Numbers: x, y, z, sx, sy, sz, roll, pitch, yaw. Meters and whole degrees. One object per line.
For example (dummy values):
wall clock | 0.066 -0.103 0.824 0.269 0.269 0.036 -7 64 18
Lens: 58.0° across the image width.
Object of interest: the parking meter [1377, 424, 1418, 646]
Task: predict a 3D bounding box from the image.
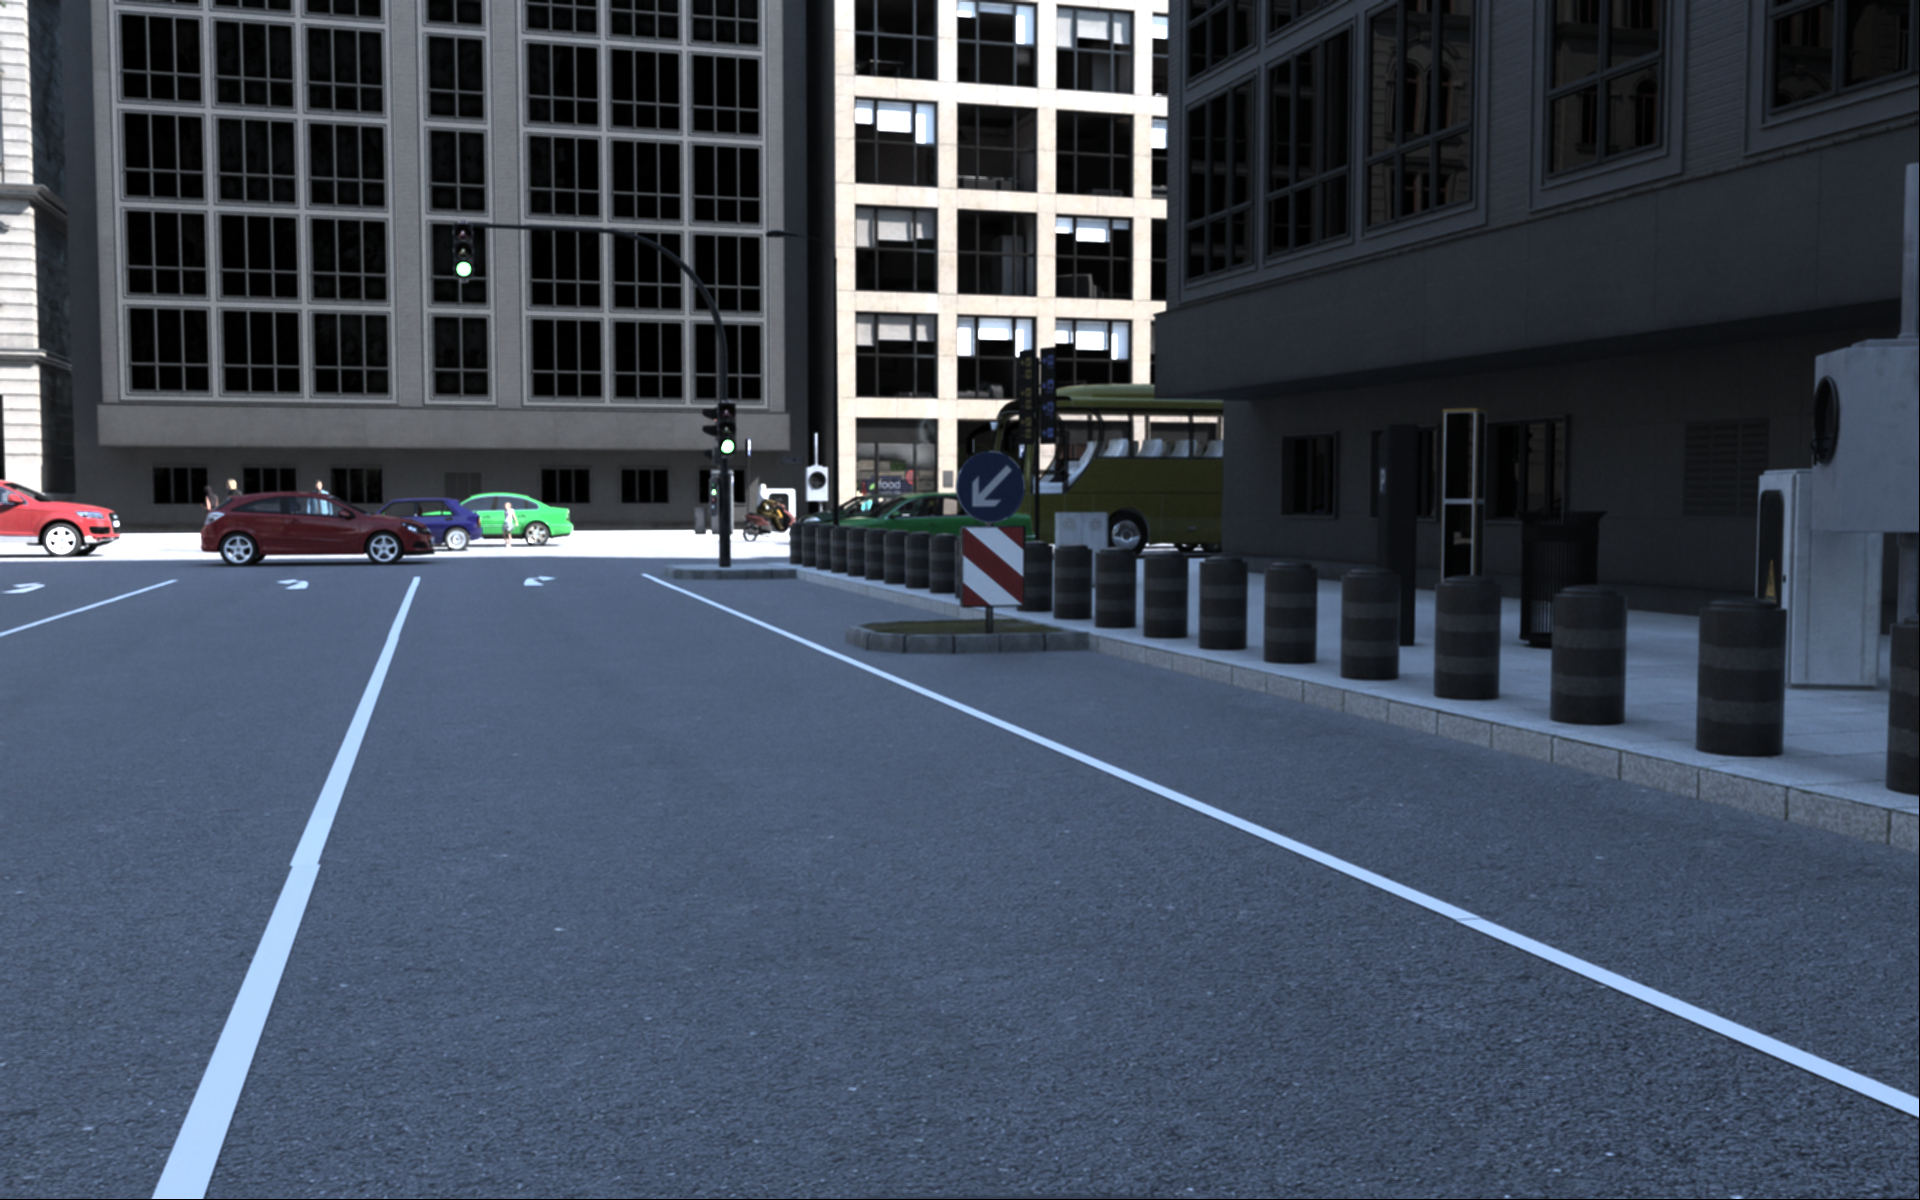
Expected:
parking meter | 3.719 -0.553 14.754 0.255 1.863 0.399 0 3 0

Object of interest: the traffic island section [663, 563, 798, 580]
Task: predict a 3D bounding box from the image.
traffic island section | -4.125 -0.502 30.492 2.009 0.180 2.903 -1 4 -16

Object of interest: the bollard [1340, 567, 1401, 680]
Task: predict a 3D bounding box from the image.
bollard | 2.866 0.160 12.097 0.404 0.777 0.398 0 3 0

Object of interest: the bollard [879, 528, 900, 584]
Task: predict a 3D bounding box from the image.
bollard | -0.888 -0.620 24.858 0.404 0.777 0.398 0 3 0

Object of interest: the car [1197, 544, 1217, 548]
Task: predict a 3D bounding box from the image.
car | 5.381 -2.094 46.240 4.499 1.417 2.014 -1 4 -17

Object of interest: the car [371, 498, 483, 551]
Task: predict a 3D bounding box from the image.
car | -14.075 -1.908 43.779 3.894 1.354 1.945 -1 4 -16

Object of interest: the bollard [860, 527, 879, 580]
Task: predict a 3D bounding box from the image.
bollard | -1.226 -0.691 26.011 0.404 0.777 0.398 0 3 0

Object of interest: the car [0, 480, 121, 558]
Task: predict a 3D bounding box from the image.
car | -22.104 -1.888 39.542 5.304 1.827 2.281 -1 4 -15

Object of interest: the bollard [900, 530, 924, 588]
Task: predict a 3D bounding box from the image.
bollard | -0.549 -0.550 23.703 0.404 0.777 0.398 0 3 0

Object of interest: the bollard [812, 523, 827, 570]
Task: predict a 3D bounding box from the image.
bollard | -2.246 -0.903 29.475 0.404 0.777 0.398 0 3 0

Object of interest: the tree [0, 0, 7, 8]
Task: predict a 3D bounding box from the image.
tree | -16.182 -5.703 21.463 9.928 11.665 9.643 0 3 0

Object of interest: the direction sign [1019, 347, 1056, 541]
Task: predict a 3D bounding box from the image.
direction sign | 1.208 -2.148 27.109 0.379 3.537 0.876 -3 4 -37

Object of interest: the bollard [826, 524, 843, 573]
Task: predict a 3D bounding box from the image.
bollard | -1.909 -0.832 28.322 0.404 0.777 0.398 0 3 0

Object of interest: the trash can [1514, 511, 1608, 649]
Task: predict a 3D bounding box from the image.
trash can | 5.018 -0.175 14.511 0.748 1.137 0.748 0 3 0

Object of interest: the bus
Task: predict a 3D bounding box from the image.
bus | 6.415 -2.964 40.015 12.252 3.916 2.896 -1 4 -17

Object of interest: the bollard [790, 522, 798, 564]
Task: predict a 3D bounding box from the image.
bollard | -2.924 -1.044 31.789 0.404 0.777 0.398 0 3 0

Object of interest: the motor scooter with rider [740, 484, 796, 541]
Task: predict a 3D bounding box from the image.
motor scooter with rider | -5.717 -2.668 52.585 1.986 1.779 0.876 -1 4 -17

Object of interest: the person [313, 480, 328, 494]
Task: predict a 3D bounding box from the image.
person | -16.498 -2.188 44.620 0.601 1.785 0.444 -1 4 -13

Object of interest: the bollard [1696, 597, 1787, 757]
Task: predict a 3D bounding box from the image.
bollard | 3.887 0.373 8.619 0.404 0.777 0.398 0 3 0

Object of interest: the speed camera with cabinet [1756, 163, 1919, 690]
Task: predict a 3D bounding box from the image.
speed camera with cabinet | 5.694 -1.031 11.187 0.660 3.252 2.038 1 4 13

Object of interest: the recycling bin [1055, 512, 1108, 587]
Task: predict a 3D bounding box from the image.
recycling bin | 1.688 -0.709 24.154 0.722 1.027 0.722 0 4 2

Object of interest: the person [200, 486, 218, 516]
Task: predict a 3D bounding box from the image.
person | -19.136 -2.091 44.161 0.415 1.643 0.593 -2 4 -32

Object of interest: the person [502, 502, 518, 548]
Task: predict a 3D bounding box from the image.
person | -11.980 -1.998 46.182 0.505 1.210 0.382 1 4 22

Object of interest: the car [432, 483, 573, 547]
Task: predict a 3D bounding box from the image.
car | -13.096 -2.387 47.822 4.718 1.807 1.959 -1 4 -15

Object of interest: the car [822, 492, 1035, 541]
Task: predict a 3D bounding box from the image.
car | -0.823 -1.612 35.160 4.718 1.807 1.959 -1 4 -14

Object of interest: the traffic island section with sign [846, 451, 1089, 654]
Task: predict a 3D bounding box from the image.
traffic island section with sign | -0.030 -0.485 16.558 1.989 1.847 2.006 -1 4 -16

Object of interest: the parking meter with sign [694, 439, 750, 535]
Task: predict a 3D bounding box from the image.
parking meter with sign | -7.517 -3.575 54.715 1.738 3.016 0.543 0 4 0

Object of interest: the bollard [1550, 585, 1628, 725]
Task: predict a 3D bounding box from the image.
bollard | 3.550 0.302 9.778 0.404 0.777 0.398 0 3 0

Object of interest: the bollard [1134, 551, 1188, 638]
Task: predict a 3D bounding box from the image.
bollard | 1.848 -0.051 15.557 0.404 0.777 0.398 0 3 0

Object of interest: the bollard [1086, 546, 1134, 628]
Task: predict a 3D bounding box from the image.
bollard | 1.503 -0.123 16.728 0.404 0.777 0.398 0 3 0

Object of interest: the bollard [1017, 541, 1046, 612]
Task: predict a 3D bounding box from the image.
bollard | 0.822 -0.264 19.037 0.404 0.777 0.398 0 3 0

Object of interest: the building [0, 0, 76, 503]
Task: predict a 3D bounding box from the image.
building | -41.112 -16.437 56.138 23.554 28.519 14.401 -1 4 -16

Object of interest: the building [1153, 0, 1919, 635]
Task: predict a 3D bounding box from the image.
building | 12.987 -13.750 18.317 14.314 27.812 24.014 -1 4 -16

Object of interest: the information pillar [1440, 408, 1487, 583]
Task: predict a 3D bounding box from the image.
information pillar | 4.374 -0.647 15.065 0.304 2.012 0.304 2 4 32

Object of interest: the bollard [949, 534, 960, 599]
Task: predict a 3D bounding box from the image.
bollard | 0.139 -0.407 21.368 0.404 0.777 0.398 0 3 0

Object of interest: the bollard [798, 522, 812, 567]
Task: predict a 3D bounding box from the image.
bollard | -2.587 -0.974 30.636 0.404 0.777 0.398 0 3 0

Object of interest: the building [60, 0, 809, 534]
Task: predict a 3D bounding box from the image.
building | -18.363 -16.489 63.095 24.014 27.812 14.314 -1 4 -16

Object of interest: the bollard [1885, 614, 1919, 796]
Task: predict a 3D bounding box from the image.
bollard | 4.228 0.443 7.466 0.404 0.777 0.398 0 3 0

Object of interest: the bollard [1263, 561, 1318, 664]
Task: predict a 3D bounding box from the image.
bollard | 2.528 0.090 13.250 0.404 0.777 0.398 0 3 0

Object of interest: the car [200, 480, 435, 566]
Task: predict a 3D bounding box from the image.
car | -13.106 -1.615 35.442 4.494 1.783 2.155 -1 4 -15

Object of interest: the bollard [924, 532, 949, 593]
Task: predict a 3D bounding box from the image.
bollard | -0.197 -0.477 22.523 0.404 0.777 0.398 0 3 0

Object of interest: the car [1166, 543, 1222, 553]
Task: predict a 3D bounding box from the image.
car | 7.306 -1.930 43.356 4.920 1.459 2.131 -1 4 -18

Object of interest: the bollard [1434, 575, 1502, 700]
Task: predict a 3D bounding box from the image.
bollard | 3.207 0.231 10.944 0.404 0.777 0.398 0 3 0

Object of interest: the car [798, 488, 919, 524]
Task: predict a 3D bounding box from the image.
car | -2.684 -2.465 50.086 4.222 1.686 2.009 -1 4 -16

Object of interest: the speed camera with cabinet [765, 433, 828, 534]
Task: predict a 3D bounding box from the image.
speed camera with cabinet | -5.300 -3.757 55.763 2.038 3.252 0.660 -1 4 -12

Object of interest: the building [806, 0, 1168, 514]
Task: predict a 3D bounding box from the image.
building | 9.282 -16.476 73.903 34.151 26.468 19.350 -1 4 -16

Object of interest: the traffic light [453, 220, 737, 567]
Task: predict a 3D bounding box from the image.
traffic light | -6.148 -3.362 29.640 4.771 5.953 1.251 -1 4 -16

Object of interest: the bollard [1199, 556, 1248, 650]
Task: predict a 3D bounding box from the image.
bollard | 2.189 0.019 14.404 0.404 0.777 0.398 0 3 0

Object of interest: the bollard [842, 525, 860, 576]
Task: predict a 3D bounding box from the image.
bollard | -1.567 -0.762 27.168 0.404 0.777 0.398 0 3 0

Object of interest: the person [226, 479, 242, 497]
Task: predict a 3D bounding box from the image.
person | -18.134 -2.096 42.984 0.699 1.804 1.509 -2 4 -34

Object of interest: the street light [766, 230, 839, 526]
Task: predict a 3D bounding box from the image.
street light | -2.741 -3.562 30.772 1.470 5.913 1.316 -1 4 -16

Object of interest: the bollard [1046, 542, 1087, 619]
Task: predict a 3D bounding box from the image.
bollard | 1.166 -0.194 17.886 0.404 0.777 0.398 0 3 0
